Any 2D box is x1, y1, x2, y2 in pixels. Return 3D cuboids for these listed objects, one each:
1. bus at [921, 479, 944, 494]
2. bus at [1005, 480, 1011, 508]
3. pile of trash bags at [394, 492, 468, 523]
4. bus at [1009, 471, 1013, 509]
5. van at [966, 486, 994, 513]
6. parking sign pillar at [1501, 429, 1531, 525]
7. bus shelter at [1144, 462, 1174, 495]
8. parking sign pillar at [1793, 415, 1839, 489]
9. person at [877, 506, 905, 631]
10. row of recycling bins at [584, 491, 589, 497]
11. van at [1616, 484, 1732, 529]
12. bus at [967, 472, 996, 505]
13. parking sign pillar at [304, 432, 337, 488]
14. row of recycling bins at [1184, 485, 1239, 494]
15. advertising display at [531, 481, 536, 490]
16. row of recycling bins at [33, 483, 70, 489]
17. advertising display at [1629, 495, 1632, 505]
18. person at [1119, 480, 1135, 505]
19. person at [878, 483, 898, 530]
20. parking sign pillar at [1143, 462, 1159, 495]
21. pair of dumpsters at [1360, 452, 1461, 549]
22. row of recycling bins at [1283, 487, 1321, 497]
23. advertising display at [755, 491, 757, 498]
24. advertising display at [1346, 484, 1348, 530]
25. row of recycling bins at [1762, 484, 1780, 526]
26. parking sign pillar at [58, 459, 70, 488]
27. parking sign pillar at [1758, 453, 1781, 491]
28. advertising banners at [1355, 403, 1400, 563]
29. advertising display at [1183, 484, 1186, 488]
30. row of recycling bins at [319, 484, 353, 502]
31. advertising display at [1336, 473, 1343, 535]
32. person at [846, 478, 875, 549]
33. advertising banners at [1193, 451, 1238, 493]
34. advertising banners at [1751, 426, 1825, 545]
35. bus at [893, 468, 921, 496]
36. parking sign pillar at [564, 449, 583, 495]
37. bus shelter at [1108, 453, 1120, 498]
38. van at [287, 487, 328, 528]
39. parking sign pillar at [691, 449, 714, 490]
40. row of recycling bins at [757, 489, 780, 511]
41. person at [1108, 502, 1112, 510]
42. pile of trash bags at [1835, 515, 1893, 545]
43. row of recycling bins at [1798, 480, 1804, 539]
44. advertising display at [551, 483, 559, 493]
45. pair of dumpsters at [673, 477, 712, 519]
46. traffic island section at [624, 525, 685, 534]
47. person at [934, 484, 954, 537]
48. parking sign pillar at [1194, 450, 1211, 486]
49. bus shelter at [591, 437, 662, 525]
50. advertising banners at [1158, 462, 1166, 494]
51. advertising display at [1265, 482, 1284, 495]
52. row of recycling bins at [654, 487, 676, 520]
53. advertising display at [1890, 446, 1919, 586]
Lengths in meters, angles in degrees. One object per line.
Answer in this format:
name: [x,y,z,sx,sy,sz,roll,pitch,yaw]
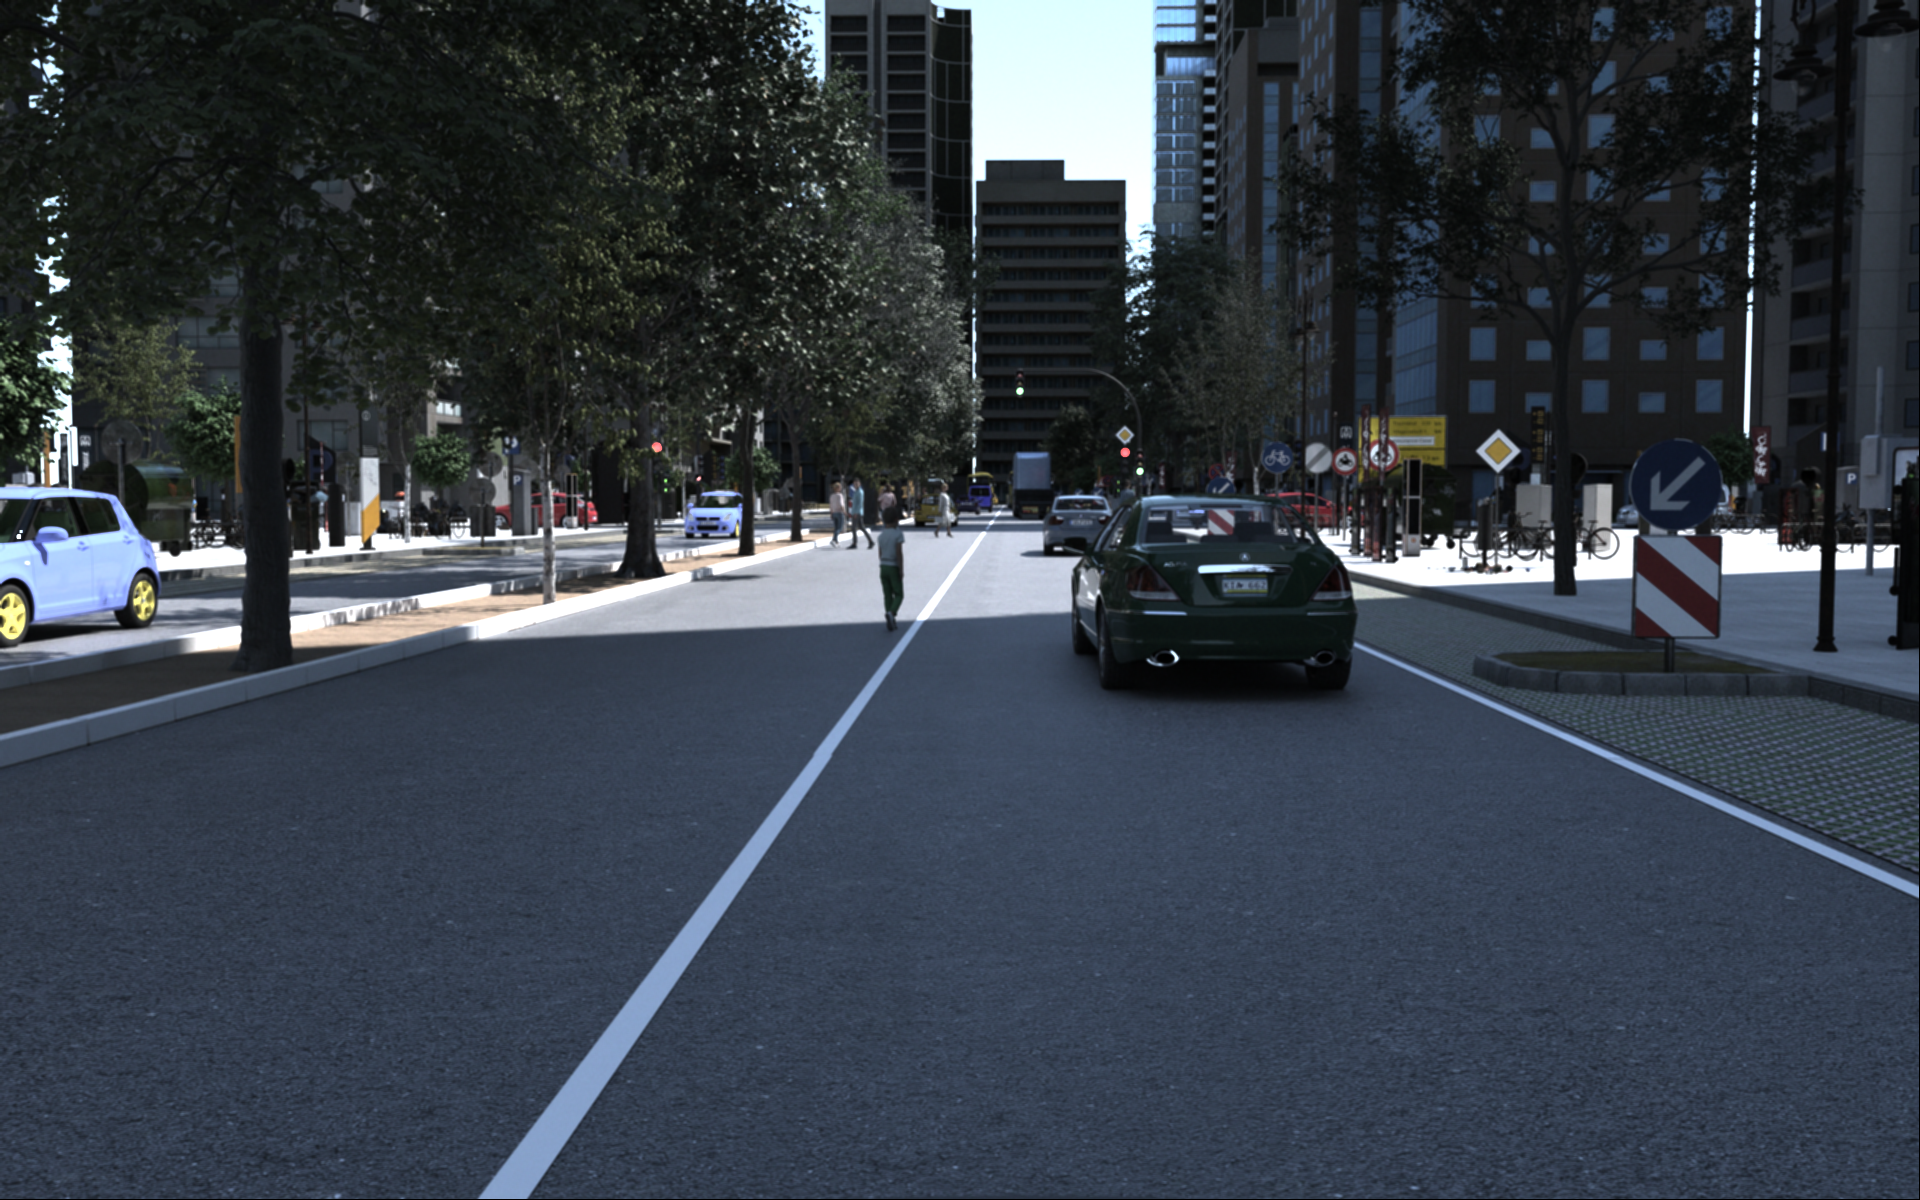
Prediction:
bus: [-3.205,-12.995,207.333,2.948,3.499,13.247,0,4,0]
bus: [6.240,-11.395,181.165,2.948,3.499,13.247,0,4,0]
pile of trash bags: [-23.620,-4.099,76.766,1.912,1.369,3.447,2,4,31]
bus: [6.062,-10.652,165.705,2.896,3.916,12.252,0,4,3]
van: [1.560,-8.018,135.482,2.240,2.365,5.245,0,4,1]
parking sign pillar: [23.127,-5.074,71.439,1.447,3.967,1.447,3,4,36]
bus shelter: [12.936,-7.202,111.678,2.014,3.302,5.546,0,4,2]
parking sign pillar: [29.241,-4.327,59.217,1.447,3.967,1.447,1,4,13]
person: [-0.726,-0.330,18.148,0.306,1.304,0.590,1,4,9]
row of recycling bins: [-32.433,-8.542,146.772,3.534,1.692,1.069,1,4,19]
van: [27.690,-3.685,67.254,4.112,2.044,2.013,0,4,2]
bus: [2.379,-12.518,196.220,2.896,3.916,12.252,0,4,3]
parking sign pillar: [-27.803,-5.312,75.316,1.447,3.967,1.447,-1,4,-15]
row of recycling bins: [12.588,-4.860,86.568,3.534,1.692,1.069,-3,4,-37]
advertising display: [-22.141,-5.089,88.411,0.974,1.923,0.123,0,4,2]
row of recycling bins: [-34.286,-3.478,63.982,3.534,1.692,1.069,1,4,22]
advertising display: [27.912,-4.019,70.929,0.974,1.923,0.123,0,4,6]
person: [4.565,-2.365,47.184,0.581,1.822,0.654,-1,4,-9]
person: [-2.104,-2.640,52.249,0.593,1.750,0.643,-3,5,-39]
parking sign pillar: [14.970,-9.001,135.632,1.447,3.967,1.447,3,5,44]
pair of dumpsters: [10.976,-2.438,42.356,1.574,2.255,4.437,0,4,2]
row of recycling bins: [20.273,-6.023,105.581,3.534,1.692,1.069,2,4,27]
advertising display: [-17.115,-8.681,147.152,0.123,1.923,0.974,-3,4,-36]
advertising display: [13.780,-3.477,62.066,0.123,1.923,0.974,0,4,4]
row of recycling bins: [34.258,-3.910,71.037,3.534,1.692,1.069,-2,4,-31]
parking sign pillar: [-68.385,-8.790,132.191,1.447,3.967,1.447,-1,4,-12]
parking sign pillar: [44.288,-6.502,94.775,1.447,3.967,1.447,-1,4,-14]
advertising banners: [7.961,-2.248,32.936,0.090,3.025,2.074,0,4,-6]
advertising display: [18.025,-8.249,140.076,0.123,1.923,0.974,3,5,42]
row of recycling bins: [-27.414,-4.031,73.014,3.534,1.692,1.069,-2,4,-31]
advertising display: [11.853,-3.000,54.261,0.123,1.923,0.974,1,4,11]
person: [-2.597,-2.245,45.073,0.748,1.841,0.638,0,4,3]
advertising banners: [10.312,-4.533,70.300,2.074,3.025,0.090,2,4,33]
advertising banners: [21.114,-2.926,44.035,0.090,3.025,2.074,-3,5,-43]
bus: [-5.193,-10.148,157.468,2.896,3.916,12.252,0,4,3]
parking sign pillar: [-19.081,-5.937,85.544,1.447,3.967,1.447,-2,4,-35]
bus shelter: [12.764,-9.957,140.430,2.179,5.291,8.768,0,4,2]
van: [-25.962,-3.734,68.069,4.112,2.044,2.013,0,4,3]
parking sign pillar: [-15.438,-7.063,103.945,1.447,3.967,1.447,1,4,16]
row of recycling bins: [-14.391,-7.556,130.661,1.069,1.692,3.534,1,4,12]
person: [4.246,-2.262,50.504,0.505,1.210,0.382,1,4,21]
pile of trash bags: [24.258,-2.134,44.644,3.447,1.369,1.912,-1,4,-15]
row of recycling bins: [25.645,-2.604,49.691,3.534,1.692,1.069,1,4,11]
advertising display: [-22.780,-5.622,97.126,0.123,1.923,0.974,1,4,17]
pair of dumpsters: [-14.332,-5.504,92.489,1.574,2.255,4.437,0,4,2]
traffic island section: [-11.059,-2.528,63.615,2.009,0.180,2.903,0,4,2]
person: [-0.535,-2.966,57.342,0.624,1.780,0.694,2,4,34]
parking sign pillar: [13.696,-6.619,96.700,1.447,3.967,1.447,-2,4,-35]
bus shelter: [-14.322,-5.099,74.646,1.731,3.624,6.357,0,4,2]
advertising banners: [11.733,-6.042,94.979,2.074,3.025,0.090,-1,4,-21]
advertising display: [16.447,-5.230,90.732,0.974,1.923,0.123,1,4,12]
row of recycling bins: [-14.978,-4.949,88.028,1.069,1.692,3.534,-1,4,-15]
advertising display: [12.982,-1.121,23.541,0.123,1.923,0.974,0,4,-1]
